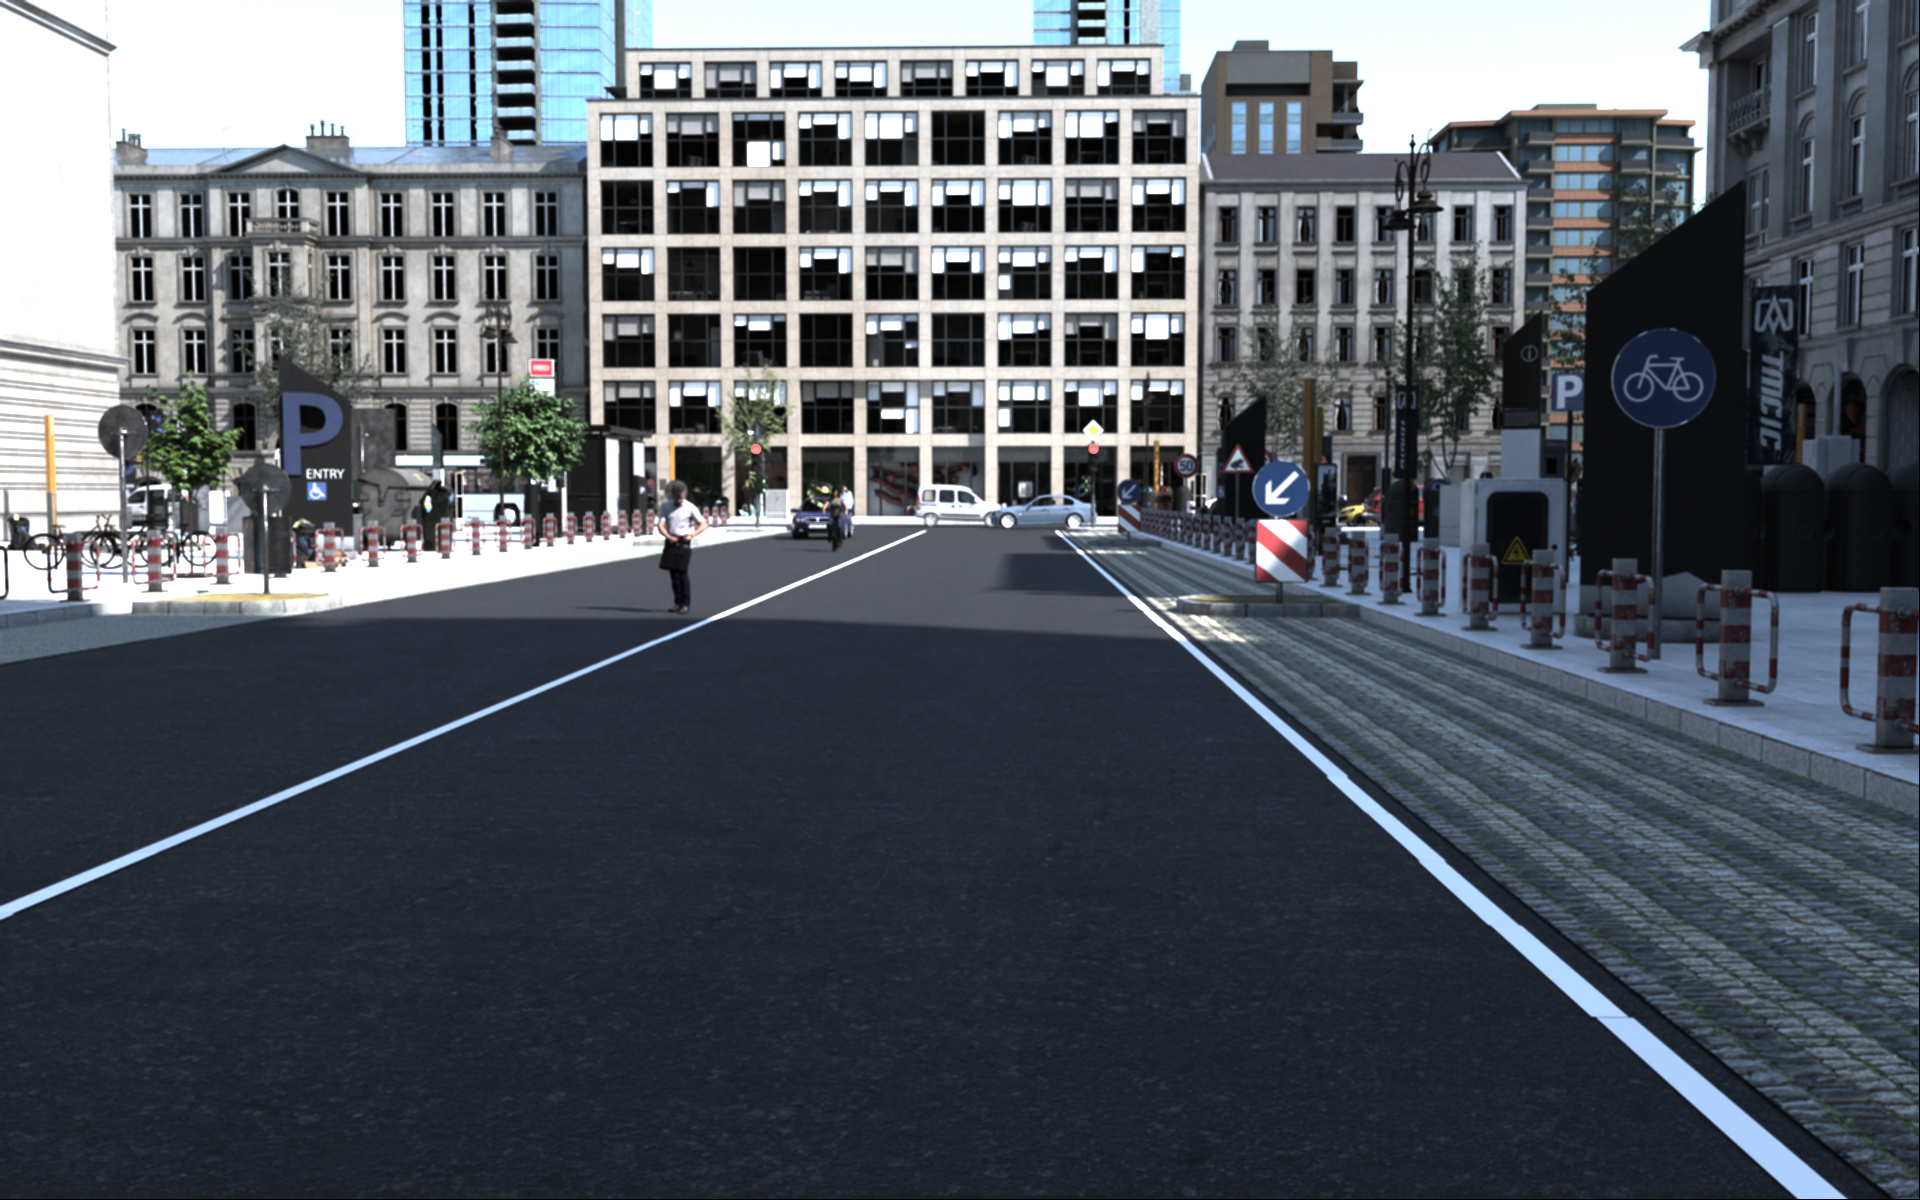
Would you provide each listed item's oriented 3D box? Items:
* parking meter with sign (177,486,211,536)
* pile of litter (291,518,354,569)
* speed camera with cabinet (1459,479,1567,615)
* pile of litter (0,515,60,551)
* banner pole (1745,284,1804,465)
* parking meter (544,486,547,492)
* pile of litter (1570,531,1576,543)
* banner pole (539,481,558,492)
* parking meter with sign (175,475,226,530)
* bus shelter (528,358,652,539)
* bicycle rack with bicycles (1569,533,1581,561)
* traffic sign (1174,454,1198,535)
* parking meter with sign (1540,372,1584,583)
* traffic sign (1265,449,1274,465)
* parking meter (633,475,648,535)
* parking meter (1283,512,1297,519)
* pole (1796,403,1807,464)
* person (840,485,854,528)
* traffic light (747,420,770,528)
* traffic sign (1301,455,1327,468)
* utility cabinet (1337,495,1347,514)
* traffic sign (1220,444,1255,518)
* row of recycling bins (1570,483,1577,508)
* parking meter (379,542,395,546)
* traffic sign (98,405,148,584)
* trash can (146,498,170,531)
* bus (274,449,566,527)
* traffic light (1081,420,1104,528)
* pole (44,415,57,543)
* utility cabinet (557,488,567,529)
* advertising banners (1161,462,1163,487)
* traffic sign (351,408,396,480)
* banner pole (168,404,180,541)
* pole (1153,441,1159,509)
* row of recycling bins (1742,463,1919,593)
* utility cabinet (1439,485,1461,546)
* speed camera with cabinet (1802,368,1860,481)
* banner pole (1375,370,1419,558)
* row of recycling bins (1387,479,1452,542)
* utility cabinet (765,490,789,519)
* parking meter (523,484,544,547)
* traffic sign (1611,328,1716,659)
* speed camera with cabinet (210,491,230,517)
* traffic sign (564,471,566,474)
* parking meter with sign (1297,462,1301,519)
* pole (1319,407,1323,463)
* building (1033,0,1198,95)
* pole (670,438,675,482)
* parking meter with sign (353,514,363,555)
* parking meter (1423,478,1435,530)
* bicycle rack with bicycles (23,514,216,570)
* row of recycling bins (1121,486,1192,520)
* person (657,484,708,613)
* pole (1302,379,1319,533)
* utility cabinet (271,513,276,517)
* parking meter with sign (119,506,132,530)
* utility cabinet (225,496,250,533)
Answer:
[{"bbox_3d":[-23.848,-3.535,54.061,0.543,3.016,1.738,-3,4,-37],"label":"parking meter with sign"},{"bbox_3d":[-11.228,-1.004,30.375,1.176,0.858,1.719,1,4,22],"label":"pile of litter"},{"bbox_3d":[6.446,-1.477,18.489,2.038,3.252,0.660,0,4,1],"label":"speed camera with cabinet"},{"bbox_3d":[-21.261,-1.567,39.585,1.176,0.858,1.719,-3,4,-37],"label":"pile of litter"},{"bbox_3d":[8.466,-1.739,18.450,0.863,3.779,0.401,2,4,29],"label":"banner pole"},{"bbox_3d":[-13.240,-2.881,55.523,0.372,1.533,0.369,0,3,0],"label":"parking meter"},{"bbox_3d":[16.660,-1.967,46.118,1.719,0.858,1.176,1,4,13],"label":"pile of litter"},{"bbox_3d":[-13.512,-4.070,56.567,0.863,3.779,0.401,1,4,10],"label":"banner pole"},{"bbox_3d":[-27.576,-4.067,62.762,1.738,3.016,0.543,-1,4,-21],"label":"parking meter with sign"},{"bbox_3d":[-11.564,-4.664,53.883,2.179,5.291,8.768,0,4,2],"label":"bus shelter"},{"bbox_3d":[10.189,-1.034,30.287,2.925,0.926,2.852,-2,4,-28],"label":"bicycle rack with bicycles"},{"bbox_3d":[7.129,-3.337,54.659,0.768,2.556,0.104,0,4,4],"label":"traffic sign"},{"bbox_3d":[8.157,-1.722,24.409,1.738,3.016,0.543,-3,5,-42],"label":"parking meter with sign"},{"bbox_3d":[8.332,-2.943,48.227,0.768,2.556,0.104,0,4,5],"label":"traffic sign"},{"bbox_3d":[-9.924,-2.941,53.790,0.255,1.863,0.399,3,5,42],"label":"parking meter"},{"bbox_3d":[8.063,-2.255,42.574,0.399,1.863,0.255,-2,4,-28],"label":"parking meter"},{"bbox_3d":[18.960,-2.767,39.079,0.158,3.312,0.155,0,3,0],"label":"pole"},{"bbox_3d":[-4.762,-3.927,72.970,0.793,1.790,0.793,2,4,26],"label":"person"},{"bbox_3d":[-7.691,-4.707,65.888,0.839,4.253,0.868,0,4,2],"label":"traffic light"},{"bbox_3d":[10.642,-3.182,52.134,0.768,2.556,0.104,1,4,10],"label":"traffic sign"},{"bbox_3d":[19.972,-4.937,91.875,1.020,1.237,0.306,3,4,36],"label":"utility cabinet"},{"bbox_3d":[7.128,-2.722,44.502,0.884,2.594,0.081,0,4,3],"label":"traffic sign"},{"bbox_3d":[21.699,-3.421,63.046,3.534,1.692,1.069,0,4,-6],"label":"row of recycling bins"},{"bbox_3d":[-14.093,-2.252,42.526,0.399,1.863,0.255,3,5,41],"label":"parking meter"},{"bbox_3d":[-11.969,-1.508,24.764,0.768,2.556,0.104,0,4,8],"label":"traffic sign"},{"bbox_3d":[-27.476,-2.919,59.386,0.748,1.137,0.748,0,3,0],"label":"trash can"},{"bbox_3d":[-21.044,-4.658,71.018,13.247,3.499,2.948,0,4,1],"label":"bus"},{"bbox_3d":[5.015,-4.684,65.507,0.839,4.253,0.868,0,4,2],"label":"traffic light"},{"bbox_3d":[-23.458,-3.110,44.684,0.158,3.312,0.155,0,3,0],"label":"pole"},{"bbox_3d":[-14.546,-3.262,62.014,1.173,1.500,0.318,-3,5,-44],"label":"utility cabinet"},{"bbox_3d":[10.753,-5.961,93.652,0.090,3.025,2.074,1,4,18],"label":"advertising banners"},{"bbox_3d":[-14.524,-2.895,41.213,2.265,3.308,0.079,0,4,5],"label":"traffic sign"},{"bbox_3d":[-21.667,-3.552,48.086,0.401,3.779,0.863,2,4,27],"label":"banner pole"},{"bbox_3d":[7.481,-4.413,65.996,0.158,3.312,0.155,0,3,0],"label":"pole"},{"bbox_3d":[11.412,-0.967,22.919,3.534,1.692,1.069,0,4,-7],"label":"row of recycling bins"},{"bbox_3d":[12.208,-2.062,42.386,0.318,1.500,1.173,-1,4,-19],"label":"utility cabinet"},{"bbox_3d":[14.534,-2.031,27.543,2.038,3.252,0.660,0,4,2],"label":"speed camera with cabinet"},{"bbox_3d":[8.846,-2.750,34.975,0.863,3.779,0.401,0,4,-2],"label":"banner pole"},{"bbox_3d":[13.236,-2.399,46.332,3.534,1.692,1.069,1,4,20],"label":"row of recycling bins"},{"bbox_3d":[-9.174,-4.781,86.841,1.173,1.500,0.318,1,4,14],"label":"utility cabinet"},{"bbox_3d":[-10.415,-2.062,42.120,0.372,1.533,0.369,0,3,0],"label":"parking meter"},{"bbox_3d":[5.406,-0.813,13.393,0.768,2.556,0.104,1,4,8],"label":"traffic sign"},{"bbox_3d":[-41.242,-6.162,95.077,2.038,3.252,0.660,0,4,-4],"label":"speed camera with cabinet"},{"bbox_3d":[-13.584,-3.666,61.130,0.795,2.450,0.064,1,4,10],"label":"traffic sign"},{"bbox_3d":[19.579,-6.051,95.197,1.738,3.016,0.543,0,3,0],"label":"parking meter with sign"},{"bbox_3d":[8.374,-2.851,40.462,0.158,3.312,0.155,0,3,0],"label":"pole"},{"bbox_3d":[22.680,-58.209,264.396,31.000,86.520,22.319,0,4,2],"label":"building"},{"bbox_3d":[-10.475,-4.236,63.104,0.158,3.312,0.155,0,3,0],"label":"pole"},{"bbox_3d":[-13.033,-2.403,35.551,0.543,3.016,1.738,1,4,22],"label":"parking meter with sign"},{"bbox_3d":[16.778,-3.445,62.030,0.399,1.863,0.255,1,4,21],"label":"parking meter"},{"bbox_3d":[-14.613,-1.042,30.416,2.925,0.926,2.852,-1,4,-19],"label":"bicycle rack with bicycles"},{"bbox_3d":[9.877,-4.898,87.191,3.534,1.692,1.069,0,4,6],"label":"row of recycling bins"},{"bbox_3d":[-3.357,-0.626,20.944,0.614,1.554,0.590,1,4,10],"label":"person"},{"bbox_3d":[6.182,-2.254,30.704,0.158,3.312,0.155,0,3,0],"label":"pole"},{"bbox_3d":[-14.851,-1.776,37.722,0.318,1.500,1.173,-2,4,-24],"label":"utility cabinet"},{"bbox_3d":[-30.736,-4.074,62.867,1.738,3.016,0.543,2,4,32],"label":"parking meter with sign"},{"bbox_3d":[-23.640,-2.801,56.960,1.020,1.237,0.306,1,4,22],"label":"utility cabinet"}]
